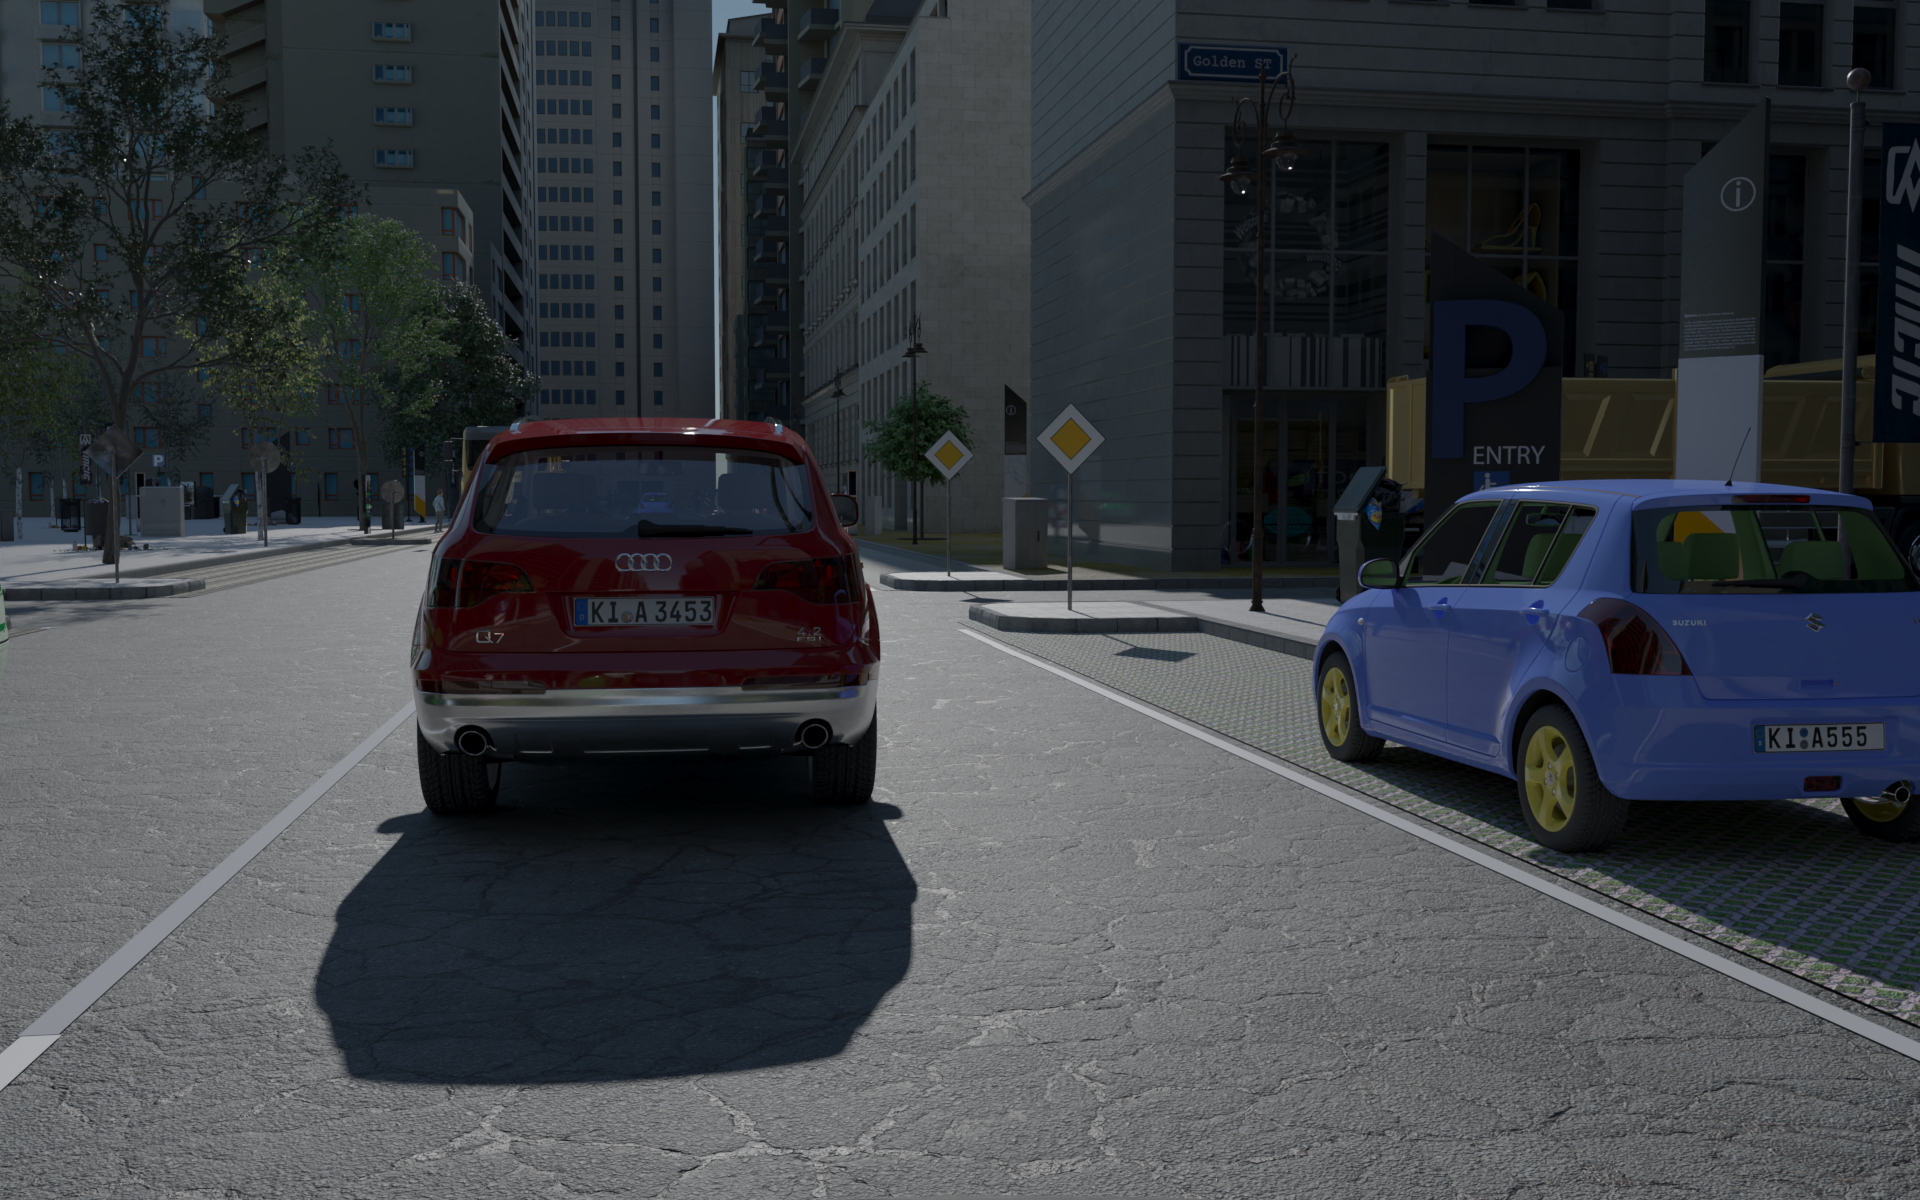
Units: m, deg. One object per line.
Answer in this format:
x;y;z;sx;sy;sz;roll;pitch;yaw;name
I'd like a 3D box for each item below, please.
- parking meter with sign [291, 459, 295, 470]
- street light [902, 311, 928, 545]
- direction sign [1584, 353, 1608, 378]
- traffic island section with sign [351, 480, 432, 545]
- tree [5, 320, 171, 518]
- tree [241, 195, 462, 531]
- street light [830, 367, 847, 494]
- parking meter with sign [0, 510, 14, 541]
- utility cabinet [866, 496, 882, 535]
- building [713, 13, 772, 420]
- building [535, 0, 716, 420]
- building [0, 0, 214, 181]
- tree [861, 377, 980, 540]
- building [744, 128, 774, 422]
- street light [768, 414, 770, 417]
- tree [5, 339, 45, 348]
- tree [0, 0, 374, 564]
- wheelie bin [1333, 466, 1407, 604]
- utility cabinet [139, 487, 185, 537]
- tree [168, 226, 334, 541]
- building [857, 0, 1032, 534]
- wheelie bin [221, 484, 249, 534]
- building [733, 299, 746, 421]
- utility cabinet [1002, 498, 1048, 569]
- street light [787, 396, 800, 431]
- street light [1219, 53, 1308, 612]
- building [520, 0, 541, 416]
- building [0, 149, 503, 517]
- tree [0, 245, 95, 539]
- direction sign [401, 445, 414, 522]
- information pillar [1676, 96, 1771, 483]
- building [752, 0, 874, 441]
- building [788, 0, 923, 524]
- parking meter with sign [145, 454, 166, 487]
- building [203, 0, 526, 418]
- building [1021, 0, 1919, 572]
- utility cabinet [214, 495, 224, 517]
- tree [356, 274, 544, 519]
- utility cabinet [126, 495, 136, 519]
-33.260;-5.425;84.955;0.543;3.016;1.738;0;4;5;parking meter with sign
-1.144;-4.351;43.922;0.468;5.910;1.993;-1;4;-10;street light
10.324;-2.215;28.219;0.379;3.537;0.876;3;5;42;direction sign
-16.125;-2.484;49.239;1.989;1.847;2.006;-1;4;-10;traffic island section with sign
-34.527;-7.257;69.013;4.360;8.622;3.978;0;3;0;tree
-21.125;-8.261;60.821;9.928;11.665;9.643;0;3;0;tree
-4.415;-5.506;62.804;0.468;5.910;1.993;-1;4;-10;street light
-26.342;-3.066;46.392;0.543;3.016;1.738;2;4;33;parking meter with sign
-2.732;-2.672;54.841;0.306;1.237;1.020;1;4;11;utility cabinet
-14.419;-37.388;200.526;27.495;52.752;28.713;-1;4;-10;building
-41.673;-39.718;191.391;28.212;58.520;21.231;-1;4;-10;building
-75.619;-32.643;153.315;30.456;49.044;23.786;-1;4;-10;building
-0.995;-3.978;48.758;4.285;4.588;4.351;0;3;0;tree
-10.518;-22.572;140.749;14.160;30.474;14.107;-1;4;-10;building
-11.110;-7.814;100.541;0.468;5.910;1.993;-1;4;-10;street light
-42.867;-7.691;76.110;4.360;8.622;3.978;0;3;0;tree
-15.307;-5.929;31.356;7.601;10.594;8.767;2;4;25;tree
4.747;-0.743;20.051;0.693;1.594;0.980;-1;4;-14;wheelie bin
-23.741;-2.621;51.527;1.173;1.500;0.318;0;4;-3;utility cabinet
-19.241;-5.936;47.424;4.360;8.622;3.978;0;3;0;tree
2.355;-12.832;64.559;10.420;20.320;16.860;-1;4;-10;building
-23.460;-2.945;56.066;0.980;1.594;0.693;3;5;42;wheelie bin
-6.780;-19.484;163.597;27.650;21.520;28.899;-1;4;-10;building
1.139;-1.148;29.926;0.306;1.237;1.020;2;4;35;utility cabinet
-7.839;-6.659;81.659;0.468;5.910;1.993;-1;4;-10;street light
3.252;-2.813;18.786;0.468;5.910;1.993;-1;4;-10;street light
-50.112;-44.123;159.663;20.611;71.187;20.563;-1;4;-10;building
-44.551;-16.222;110.262;27.650;21.520;28.899;-1;4;-10;building
-26.971;-6.067;49.554;4.737;8.622;4.395;0;3;0;tree
-25.440;-5.373;79.850;0.876;3.537;0.379;2;4;33;direction sign
4.607;-1.169;10.470;0.504;3.616;0.183;3;5;41;information pillar
-2.731;-28.397;118.910;22.147;44.769;28.867;-1;4;-10;building
0.553;-15.575;87.939;16.112;22.955;30.059;-1;4;-10;building
-35.138;-4.838;75.369;0.543;3.016;1.738;0;4;-5;parking meter with sign
-45.824;-31.276;135.065;21.300;48.544;21.600;-1;4;-10;building
17.044;-15.778;35.459;29.804;29.767;11.434;-1;4;-10;building
-40.649;-5.155;95.446;0.306;1.237;1.020;2;4;32;utility cabinet
-26.670;-10.638;90.938;9.611;12.733;9.660;0;3;0;tree
-41.780;-4.697;87.963;1.020;1.237;0.306;-2;4;-29;utility cabinet
